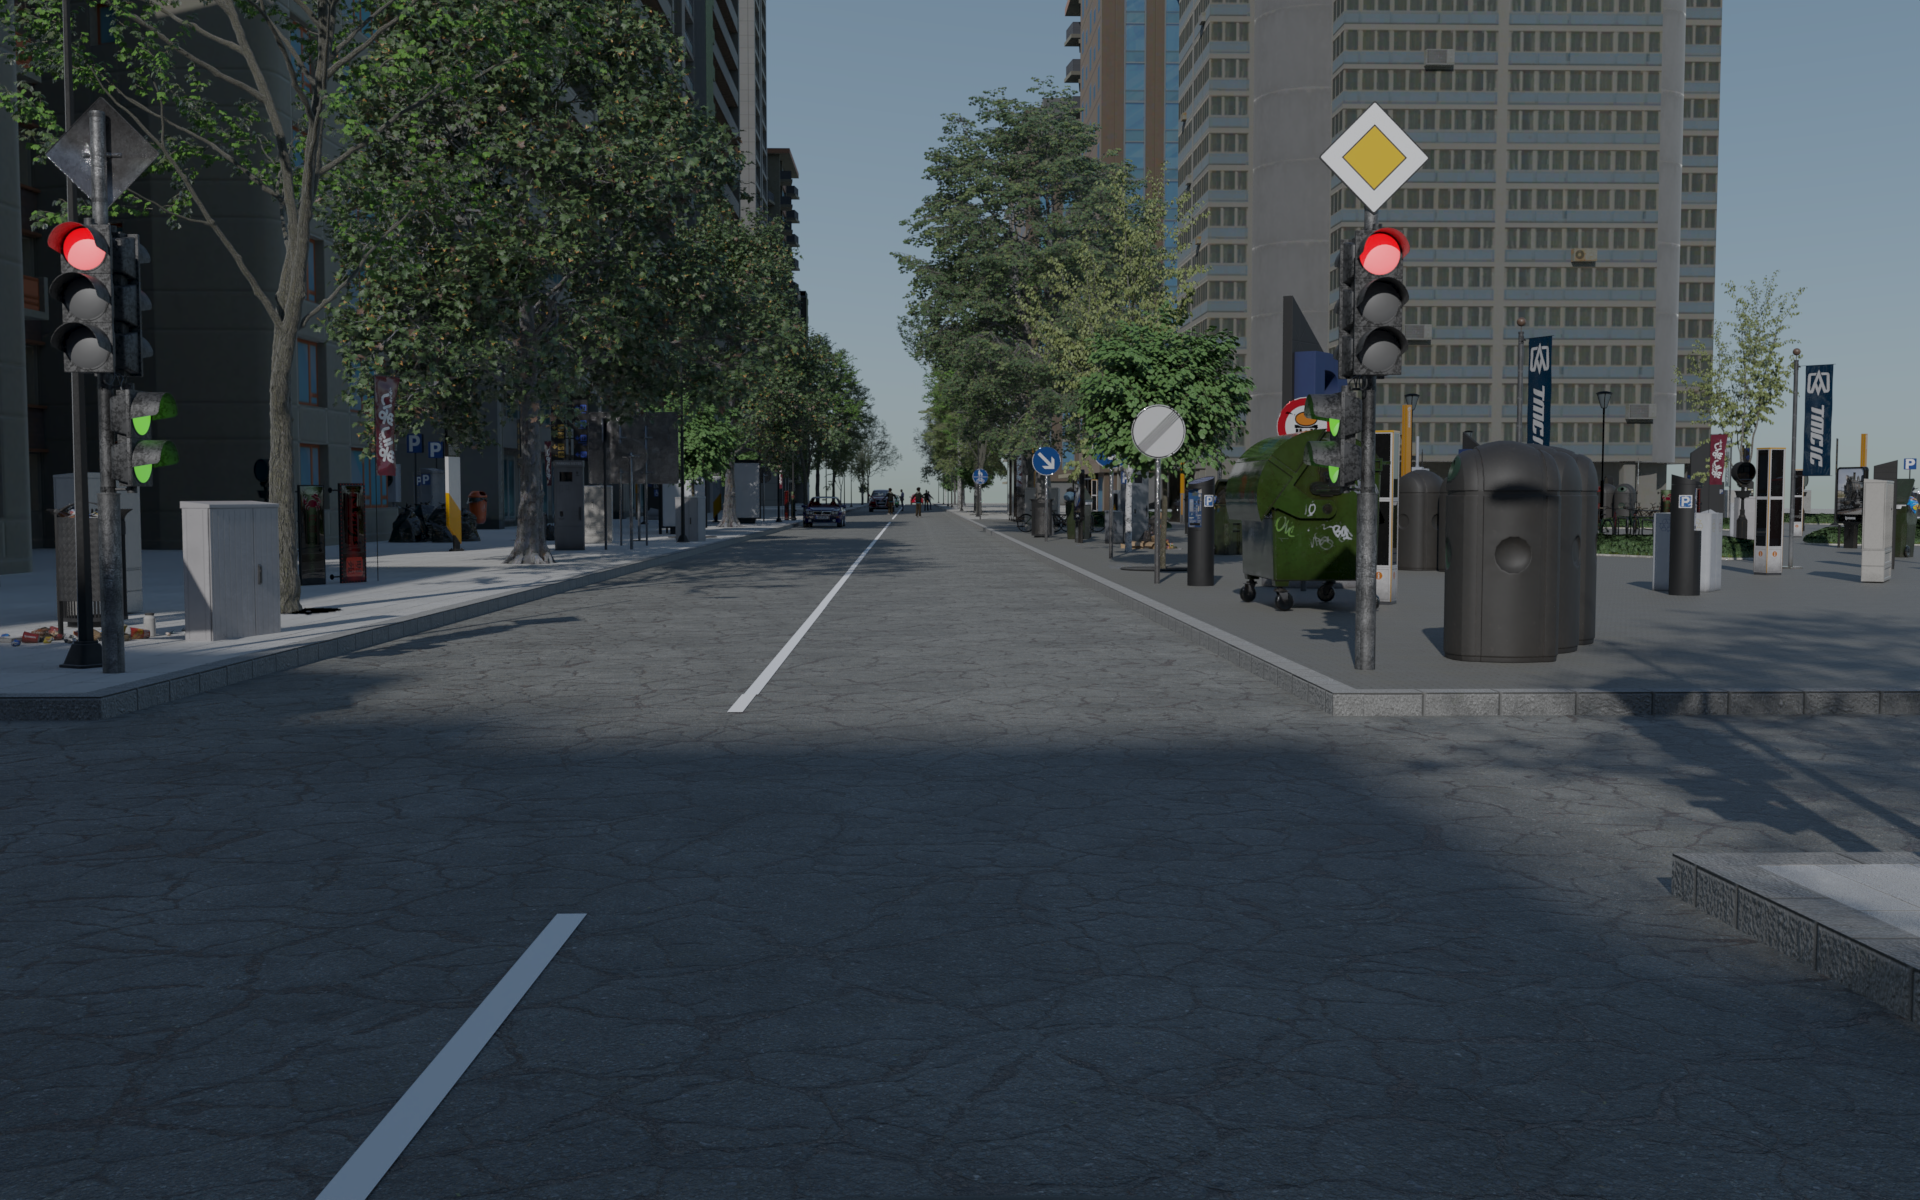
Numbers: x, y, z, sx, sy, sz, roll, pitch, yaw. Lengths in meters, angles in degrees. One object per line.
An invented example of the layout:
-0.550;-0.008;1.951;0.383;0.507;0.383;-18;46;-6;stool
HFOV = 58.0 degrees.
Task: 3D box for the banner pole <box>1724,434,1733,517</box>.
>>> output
31.670;-4.976;71.378;0.401;3.779;0.863;3;5;42;banner pole

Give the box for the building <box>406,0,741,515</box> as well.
-28.542;-31.139;132.819;21.300;48.544;21.600;0;4;-2;building

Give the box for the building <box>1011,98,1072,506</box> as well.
13.882;-33.444;196.925;14.600;45.320;14.200;0;4;-2;building

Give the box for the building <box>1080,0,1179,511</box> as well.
15.822;-28.688;119.166;14.600;45.320;14.200;0;4;-2;building

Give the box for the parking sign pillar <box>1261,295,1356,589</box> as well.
4.942;-2.178;24.075;1.447;3.967;1.447;3;4;36;parking sign pillar

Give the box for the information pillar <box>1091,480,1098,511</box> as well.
6.859;-5.115;88.121;0.304;2.012;0.304;1;4;16;information pillar

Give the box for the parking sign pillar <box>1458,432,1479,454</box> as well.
22.034;-5.262;74.506;1.447;3.967;1.447;-2;4;-31;parking sign pillar

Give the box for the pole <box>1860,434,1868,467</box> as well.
30.493;-3.954;58.492;0.158;3.312;0.155;0;3;0;pole

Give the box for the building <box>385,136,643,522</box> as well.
-28.091;-28.950;97.038;21.300;48.544;21.600;0;4;-2;building

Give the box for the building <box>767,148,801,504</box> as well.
-31.298;-34.217;214.076;22.147;44.769;28.867;0;4;-2;building

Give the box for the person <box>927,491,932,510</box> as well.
-2.844;-9.079;157.882;0.436;1.711;0.756;-3;5;-44;person

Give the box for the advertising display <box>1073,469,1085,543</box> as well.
3.129;-2.466;45.527;0.123;1.923;0.974;0;4;-6;advertising display

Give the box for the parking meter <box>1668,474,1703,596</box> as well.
9.202;-0.829;21.962;0.372;1.533;0.369;0;3;0;parking meter

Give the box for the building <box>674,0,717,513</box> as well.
-24.064;-26.407;115.347;14.154;41.232;14.086;0;4;-2;building

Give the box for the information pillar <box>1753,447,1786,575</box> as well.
12.817;-1.403;27.426;0.304;2.012;0.304;-1;4;-16;information pillar

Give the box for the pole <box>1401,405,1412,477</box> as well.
10.219;-2.804;39.693;0.158;3.312;0.155;0;3;0;pole

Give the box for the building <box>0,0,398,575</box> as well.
-29.217;-11.513;33.278;27.650;21.520;28.899;0;4;-2;building

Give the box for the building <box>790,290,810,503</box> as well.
-28.058;-28.427;236.486;14.160;30.474;14.107;0;4;-2;building

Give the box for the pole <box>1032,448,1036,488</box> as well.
3.145;-4.845;73.065;0.158;3.312;0.155;0;3;0;pole

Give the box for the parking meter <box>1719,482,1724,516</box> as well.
36.106;-4.690;82.397;0.399;1.863;0.255;-1;4;-11;parking meter

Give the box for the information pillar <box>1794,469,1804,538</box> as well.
24.776;-2.860;51.261;0.304;2.012;0.304;1;4;21;information pillar

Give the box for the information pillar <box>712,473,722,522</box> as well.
-11.098;-5.364;79.053;0.504;3.616;0.183;3;4;39;information pillar

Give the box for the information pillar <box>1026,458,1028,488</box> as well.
2.937;-5.096;74.680;0.183;3.616;0.504;-1;4;-9;information pillar

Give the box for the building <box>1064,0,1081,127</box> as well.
19.954;-29.735;140.796;22.147;44.769;28.867;0;4;-2;building

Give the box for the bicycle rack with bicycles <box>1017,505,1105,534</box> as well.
3.339;-2.690;57.368;2.925;0.926;2.852;0;4;8;bicycle rack with bicycles

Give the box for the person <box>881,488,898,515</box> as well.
-4.855;-6.845;120.048;1.348;1.869;0.705;-2;4;-35;person

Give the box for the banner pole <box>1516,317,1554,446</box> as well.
8.040;-2.104;24.424;0.401;3.779;0.863;-1;4;-23;banner pole

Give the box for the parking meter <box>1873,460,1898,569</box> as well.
15.819;-1.467;29.689;0.399;1.863;0.255;2;4;26;parking meter

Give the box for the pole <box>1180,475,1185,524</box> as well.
9.600;-4.944;74.684;0.158;3.312;0.155;0;3;0;pole

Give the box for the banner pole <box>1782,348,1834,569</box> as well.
14.494;-2.423;29.631;0.401;3.779;0.863;-3;5;-39;banner pole

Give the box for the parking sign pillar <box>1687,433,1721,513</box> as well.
33.057;-5.415;77.010;1.447;3.967;1.447;0;4;0;parking sign pillar

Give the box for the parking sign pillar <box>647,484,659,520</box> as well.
-14.983;-5.975;86.166;1.447;3.967;1.447;1;4;20;parking sign pillar

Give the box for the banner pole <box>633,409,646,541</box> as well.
-8.764;-3.505;47.331;0.401;3.779;0.863;0;4;-6;banner pole

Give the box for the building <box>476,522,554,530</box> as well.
-27.596;-27.378;71.338;21.300;48.544;21.600;0;4;-2;building

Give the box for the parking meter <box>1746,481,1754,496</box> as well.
32.435;-4.005;71.187;0.255;1.863;0.399;1;4;9;parking meter

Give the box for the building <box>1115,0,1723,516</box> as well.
25.773;-24.993;100.523;32.217;40.220;23.993;0;4;-2;building

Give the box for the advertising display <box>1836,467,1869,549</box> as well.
21.078;-2.185;40.939;0.123;1.923;0.974;-1;4;-9;advertising display

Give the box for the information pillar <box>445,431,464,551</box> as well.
-11.325;-2.895;38.695;0.183;3.616;0.504;1;4;16;information pillar

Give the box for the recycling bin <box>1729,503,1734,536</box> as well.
23.082;-2.342;50.842;0.722;1.027;0.722;3;5;43;recycling bin

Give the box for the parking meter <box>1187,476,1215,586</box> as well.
3.371;-0.967;24.226;0.372;1.533;0.369;0;3;0;parking meter

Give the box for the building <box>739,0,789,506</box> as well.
-29.359;-45.884;188.454;20.563;71.187;20.611;0;4;-2;building

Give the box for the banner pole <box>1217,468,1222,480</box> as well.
11.285;-5.219;75.349;0.401;3.779;0.863;0;4;-5;banner pole

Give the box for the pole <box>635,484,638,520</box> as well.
-16.125;-5.668;86.521;0.158;3.312;0.155;0;3;0;pole

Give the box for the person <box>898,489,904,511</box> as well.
-4.949;-8.317;144.358;0.599;1.838;0.709;-1;4;-13;person

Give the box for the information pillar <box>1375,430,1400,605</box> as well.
4.917;-0.958;20.149;0.304;2.012;0.304;2;4;28;information pillar

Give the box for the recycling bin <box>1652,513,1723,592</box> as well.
9.680;-0.642;23.047;0.722;1.027;0.722;3;4;36;recycling bin

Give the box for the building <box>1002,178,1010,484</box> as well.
17.130;-35.357;232.710;22.147;44.769;28.867;0;4;-2;building

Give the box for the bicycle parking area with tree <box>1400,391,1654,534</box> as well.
15.358;-3.781;48.823;8.231;4.147;9.016;2;4;26;bicycle parking area with tree

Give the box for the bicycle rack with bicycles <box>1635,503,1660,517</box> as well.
28.704;-3.611;72.427;2.925;0.926;2.852;2;4;34;bicycle rack with bicycles
